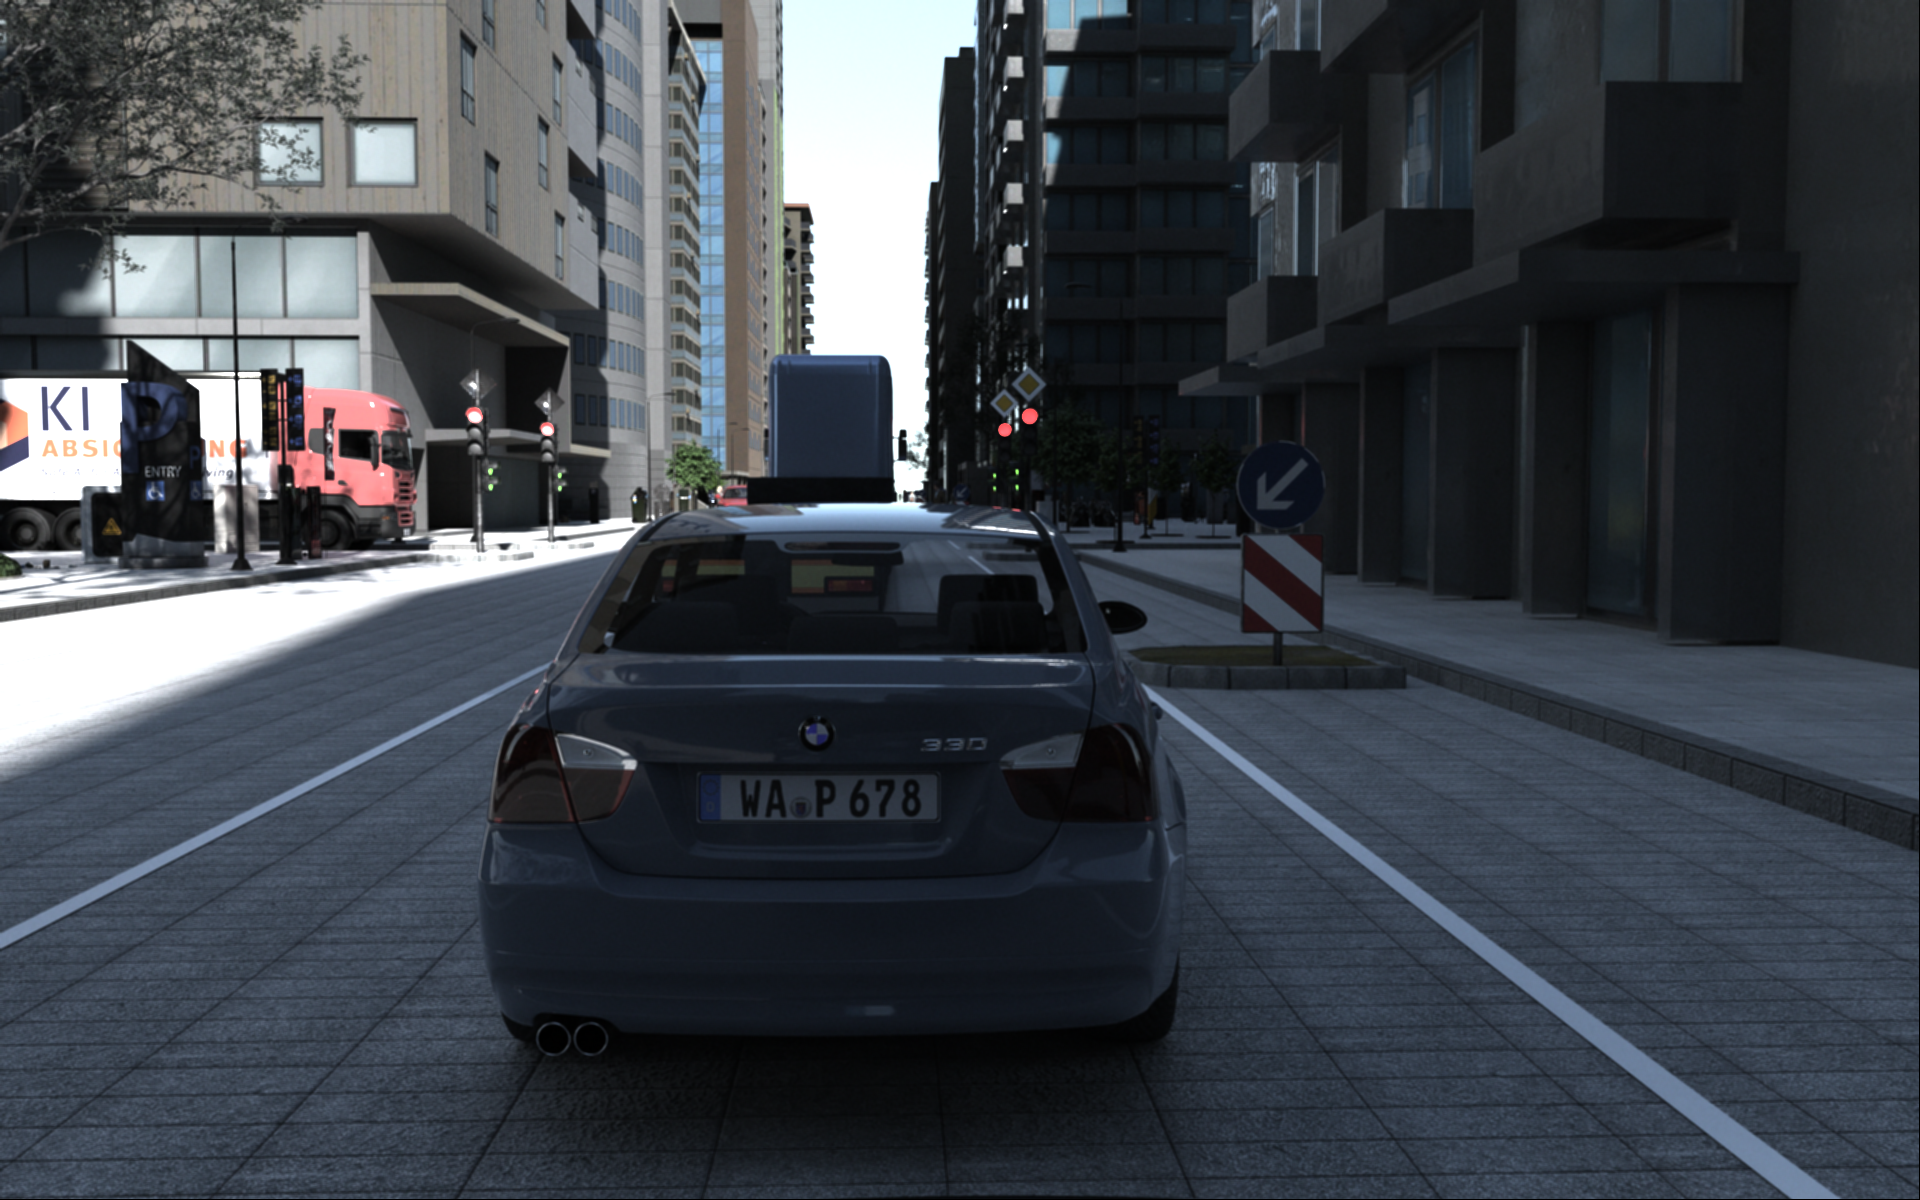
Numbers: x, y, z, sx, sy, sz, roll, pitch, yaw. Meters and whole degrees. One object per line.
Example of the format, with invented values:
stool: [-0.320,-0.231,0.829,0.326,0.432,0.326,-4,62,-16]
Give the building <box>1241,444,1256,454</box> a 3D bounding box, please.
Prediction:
building: [24.622,-24.650,57.654,28.867,44.769,22.147,0,4,-2]

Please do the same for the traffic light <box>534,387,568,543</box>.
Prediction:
traffic light: [-10.790,-3.471,45.673,0.839,4.253,0.868,0,4,-2]

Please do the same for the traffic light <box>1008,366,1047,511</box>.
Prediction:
traffic light: [1.495,-3.015,38.211,0.839,4.253,0.868,0,4,-2]

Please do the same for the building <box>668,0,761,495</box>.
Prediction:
building: [-24.980,-30.658,151.372,14.600,45.320,14.200,0,4,-2]

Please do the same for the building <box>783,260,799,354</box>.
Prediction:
building: [-26.952,-26.886,211.292,14.160,30.474,14.107,0,4,-2]

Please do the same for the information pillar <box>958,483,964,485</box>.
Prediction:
information pillar: [0.067,-6.504,110.832,0.304,2.012,0.304,2,4,33]

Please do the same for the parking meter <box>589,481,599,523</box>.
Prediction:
parking meter: [-16.003,-4.282,75.717,0.399,1.863,0.255,0,4,-1]

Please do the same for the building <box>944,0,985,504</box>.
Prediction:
building: [10.159,-51.715,158.213,22.319,86.520,31.000,0,4,-2]

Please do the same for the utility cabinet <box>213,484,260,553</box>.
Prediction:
utility cabinet: [-15.798,-1.785,37.859,0.318,1.500,1.173,1,4,12]

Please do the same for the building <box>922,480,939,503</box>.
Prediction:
building: [11.327,-32.485,223.017,32.217,40.220,23.993,0,4,-2]

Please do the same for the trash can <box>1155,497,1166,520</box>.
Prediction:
trash can: [9.969,-4.546,85.976,0.748,1.137,0.748,0,3,0]

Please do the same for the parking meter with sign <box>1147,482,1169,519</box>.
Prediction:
parking meter with sign: [9.969,-5.727,89.899,1.738,3.016,0.543,-1,4,-15]

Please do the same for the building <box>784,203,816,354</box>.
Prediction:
building: [-32.468,-36.578,252.681,22.147,44.769,28.867,0,4,-2]

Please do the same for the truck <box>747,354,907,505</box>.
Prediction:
truck: [-2.323,-2.316,27.627,2.967,4.110,18.799,0,4,-2]

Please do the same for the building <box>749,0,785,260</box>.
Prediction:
building: [-31.328,-48.254,227.208,20.563,71.187,20.611,0,4,-2]

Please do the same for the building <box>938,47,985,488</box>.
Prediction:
building: [8.650,-34.366,185.583,21.300,48.544,21.600,0,4,-2]

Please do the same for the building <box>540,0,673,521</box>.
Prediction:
building: [-27.903,-33.673,92.550,21.231,58.520,28.212,0,4,-2]

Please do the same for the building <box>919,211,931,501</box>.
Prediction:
building: [5.708,-39.461,264.798,23.786,49.044,30.456,0,4,-2]

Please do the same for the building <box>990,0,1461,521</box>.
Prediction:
building: [13.395,-29.681,104.886,23.786,49.044,30.456,0,4,-2]

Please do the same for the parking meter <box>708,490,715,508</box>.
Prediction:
parking meter: [-14.724,-5.767,102.704,0.372,1.533,0.369,0,3,0]

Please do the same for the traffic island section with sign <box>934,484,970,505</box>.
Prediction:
traffic island section with sign: [-0.074,-3.672,68.659,1.989,1.847,2.006,0,4,-2]

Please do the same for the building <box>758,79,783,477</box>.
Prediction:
building: [-24.820,-29.482,165.633,14.154,41.232,14.086,0,4,-2]

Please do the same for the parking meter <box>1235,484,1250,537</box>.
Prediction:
parking meter: [8.550,-2.852,52.335,0.399,1.863,0.255,-1,4,-19]

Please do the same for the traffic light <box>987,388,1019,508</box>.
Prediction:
traffic light: [1.160,-3.503,46.189,0.839,4.253,0.868,0,4,-2]

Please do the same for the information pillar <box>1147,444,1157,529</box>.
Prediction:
information pillar: [7.015,-4.390,63.139,0.183,3.616,0.504,3,4,38]

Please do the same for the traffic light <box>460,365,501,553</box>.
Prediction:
traffic light: [-10.455,-2.983,37.695,0.839,4.253,0.868,0,4,-2]

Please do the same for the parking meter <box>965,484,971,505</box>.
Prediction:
parking meter: [0.458,-5.750,99.726,0.255,1.863,0.399,-1,4,-10]

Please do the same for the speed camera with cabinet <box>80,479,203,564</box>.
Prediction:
speed camera with cabinet: [-15.320,-2.329,32.415,2.038,3.252,0.660,-2,4,-32]

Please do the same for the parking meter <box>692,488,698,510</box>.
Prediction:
parking meter: [-17.122,-6.487,111.768,0.255,1.863,0.399,-3,4,-37]

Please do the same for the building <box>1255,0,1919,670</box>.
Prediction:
building: [16.109,-24.593,21.710,23.786,49.044,30.456,0,4,-2]

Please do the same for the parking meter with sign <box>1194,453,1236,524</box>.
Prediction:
parking meter with sign: [10.901,-4.748,73.893,1.738,3.016,0.543,0,4,-1]

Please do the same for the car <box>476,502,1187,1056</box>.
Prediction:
car: [-0.320,0.378,5.817,2.014,1.417,4.499,0,4,-1]

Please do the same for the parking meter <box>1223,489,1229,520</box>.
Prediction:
parking meter: [13.015,-4.688,85.061,0.372,1.533,0.369,0,3,0]

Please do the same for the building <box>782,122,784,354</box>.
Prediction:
building: [-25.723,-30.341,179.666,14.154,41.232,14.086,0,4,-2]

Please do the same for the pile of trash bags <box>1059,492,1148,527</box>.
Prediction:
pile of trash bags: [5.808,-3.532,67.505,3.447,1.369,1.912,1,4,11]

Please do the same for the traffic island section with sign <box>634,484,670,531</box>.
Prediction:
traffic island section with sign: [-11.796,-3.671,68.652,1.989,1.847,2.006,0,4,-2]

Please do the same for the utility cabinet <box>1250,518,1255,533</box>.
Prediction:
utility cabinet: [9.347,-2.744,56.029,0.306,1.237,1.020,2,4,25]

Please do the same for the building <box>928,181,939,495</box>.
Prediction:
building: [2.636,-36.191,241.837,14.600,45.320,14.200,0,4,-2]

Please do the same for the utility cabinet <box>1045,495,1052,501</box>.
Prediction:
utility cabinet: [4.078,-4.586,86.147,1.020,1.237,0.306,-2,4,-33]

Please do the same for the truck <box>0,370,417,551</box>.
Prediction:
truck: [-17.978,-3.151,40.433,11.283,4.237,2.839,0,4,-4]

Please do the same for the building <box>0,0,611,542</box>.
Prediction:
building: [-27.373,-28.605,56.930,28.713,52.752,27.495,0,4,-2]

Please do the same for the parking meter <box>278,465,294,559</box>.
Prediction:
parking meter: [-13.285,-1.741,34.173,0.255,1.863,0.399,-2,4,-29]

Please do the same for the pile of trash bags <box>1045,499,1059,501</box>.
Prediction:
pile of trash bags: [3.731,-4.311,80.244,1.912,1.369,3.447,-1,4,-18]

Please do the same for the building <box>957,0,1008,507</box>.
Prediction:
building: [10.476,-42.479,132.782,20.563,71.187,20.611,0,4,-2]

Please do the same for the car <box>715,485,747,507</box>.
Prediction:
car: [-8.663,-3.742,69.852,2.281,1.827,5.304,0,4,-1]

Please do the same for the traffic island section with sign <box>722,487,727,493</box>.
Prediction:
traffic island section with sign: [-12.929,-5.318,95.583,1.989,1.847,2.006,0,4,-2]

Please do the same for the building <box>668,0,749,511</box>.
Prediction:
building: [-32.828,-26.926,132.121,32.217,40.220,23.993,0,4,-2]

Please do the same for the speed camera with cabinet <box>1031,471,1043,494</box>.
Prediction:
speed camera with cabinet: [2.896,-4.421,66.617,0.660,3.252,2.038,0,4,5]

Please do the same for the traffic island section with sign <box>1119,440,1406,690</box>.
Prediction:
traffic island section with sign: [2.247,-0.306,13.630,1.989,1.847,2.006,0,4,-2]

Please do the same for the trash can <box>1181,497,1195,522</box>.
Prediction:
trash can: [10.511,-4.148,79.471,0.748,1.137,0.748,0,3,0]

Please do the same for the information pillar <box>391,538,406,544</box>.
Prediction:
information pillar: [-14.480,-3.266,44.750,0.504,3.616,0.183,1,4,22]
